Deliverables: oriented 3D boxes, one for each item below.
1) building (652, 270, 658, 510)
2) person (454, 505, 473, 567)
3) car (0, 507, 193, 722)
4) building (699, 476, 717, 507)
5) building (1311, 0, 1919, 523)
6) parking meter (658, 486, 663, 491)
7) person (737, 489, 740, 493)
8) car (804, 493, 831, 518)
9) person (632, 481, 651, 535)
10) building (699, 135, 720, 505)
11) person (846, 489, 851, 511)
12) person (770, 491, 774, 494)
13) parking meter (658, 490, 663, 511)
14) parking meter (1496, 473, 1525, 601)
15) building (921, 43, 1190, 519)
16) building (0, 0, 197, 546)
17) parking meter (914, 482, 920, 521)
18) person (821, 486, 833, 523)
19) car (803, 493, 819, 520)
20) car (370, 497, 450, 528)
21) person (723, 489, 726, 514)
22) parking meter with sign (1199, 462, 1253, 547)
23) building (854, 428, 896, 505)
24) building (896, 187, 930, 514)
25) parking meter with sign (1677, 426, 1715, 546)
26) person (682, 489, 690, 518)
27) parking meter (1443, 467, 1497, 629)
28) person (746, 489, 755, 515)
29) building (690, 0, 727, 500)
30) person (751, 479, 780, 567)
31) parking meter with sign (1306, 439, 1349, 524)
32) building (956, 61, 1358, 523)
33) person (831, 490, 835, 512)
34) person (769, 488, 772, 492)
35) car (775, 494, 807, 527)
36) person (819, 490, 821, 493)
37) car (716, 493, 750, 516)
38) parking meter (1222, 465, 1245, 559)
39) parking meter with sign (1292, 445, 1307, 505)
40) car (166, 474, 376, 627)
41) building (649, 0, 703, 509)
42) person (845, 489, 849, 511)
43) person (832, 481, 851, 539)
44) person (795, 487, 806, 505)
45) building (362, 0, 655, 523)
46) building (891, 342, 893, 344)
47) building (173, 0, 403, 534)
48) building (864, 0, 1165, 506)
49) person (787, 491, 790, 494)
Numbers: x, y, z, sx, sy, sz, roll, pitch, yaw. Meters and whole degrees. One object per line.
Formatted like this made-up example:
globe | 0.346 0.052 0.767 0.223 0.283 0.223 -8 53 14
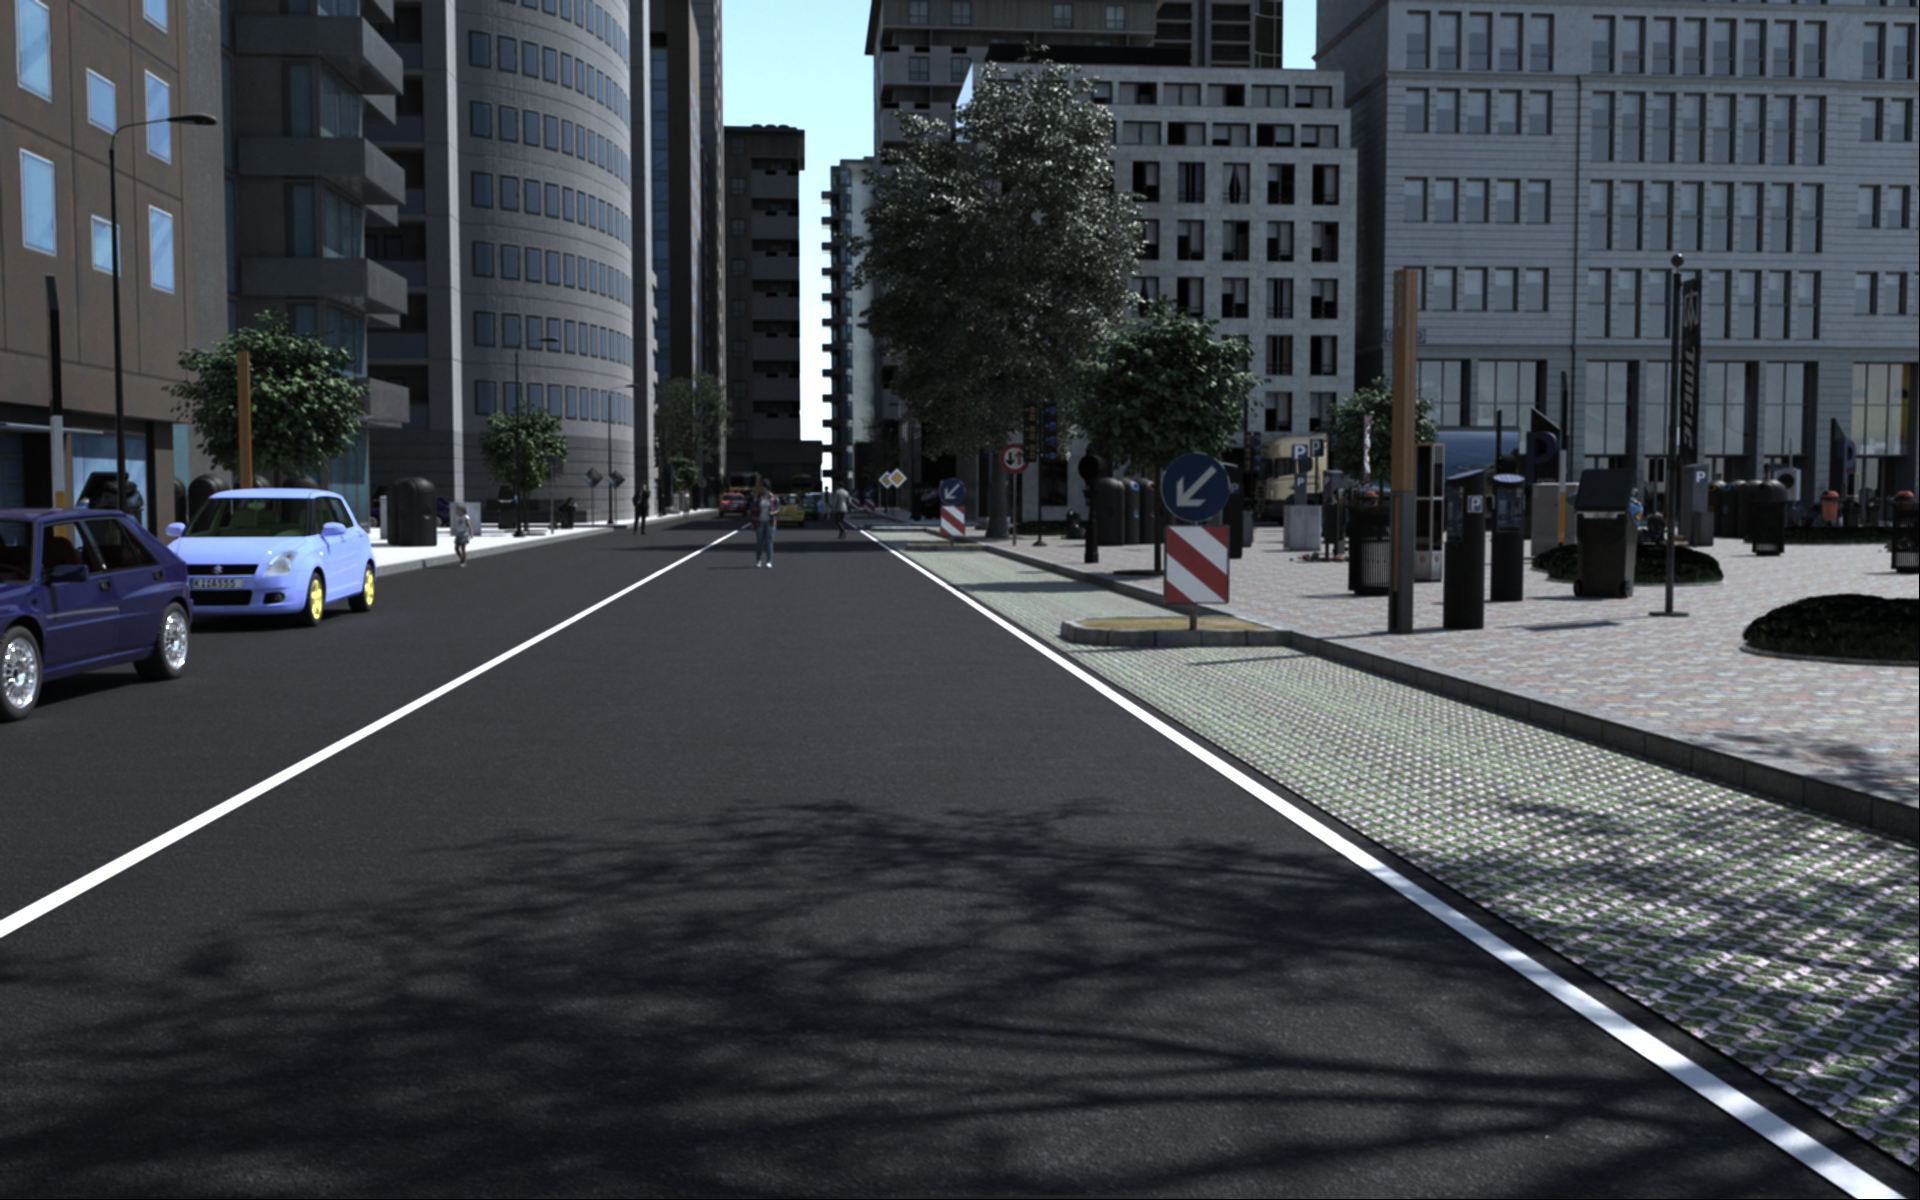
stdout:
building | -36.541 -16.954 122.229 27.650 21.520 28.899 0 4 -5
person | -9.730 -1.259 34.100 0.505 1.210 0.382 2 4 33
car | -6.848 0.031 12.072 1.945 1.354 3.894 0 4 -3
building | -41.011 -29.391 172.426 32.217 40.220 23.993 0 4 -5
building | 32.943 -18.682 82.937 29.804 29.767 11.434 0 4 -5
parking meter | -21.658 -7.323 125.435 0.399 1.863 0.255 1 4 9
person | -17.332 -7.750 135.308 0.391 1.810 0.635 -1 4 -19
car | -8.816 -5.892 105.920 1.945 1.707 3.694 0 4 -5
person | -11.301 -3.281 61.502 0.648 1.900 0.474 -1 4 -16
building | -34.211 -31.105 192.157 14.154 41.232 14.086 0 4 -5
person | -8.355 -7.327 128.577 0.850 1.792 0.678 -2 4 -34
person | -10.540 -5.326 97.398 0.330 1.601 0.589 0 4 0
parking meter | -19.857 -6.508 114.817 0.372 1.533 0.369 0 3 0
parking meter | 6.586 -0.759 20.826 0.372 1.533 0.369 0 3 0
building | 4.570 -16.158 93.861 12.332 23.373 15.834 0 4 -5
building | -21.717 -23.006 26.267 14.600 45.320 14.200 0 4 -5
parking meter | -2.055 -4.721 82.901 0.255 1.863 0.399 1 4 9
person | -6.597 -4.704 85.297 0.514 1.842 0.818 -2 4 -31
car | -8.736 -5.295 95.372 1.959 1.807 4.718 0 4 -5
car | -22.271 -3.490 69.640 3.894 1.354 1.945 0 4 -7
person | -16.684 -6.912 122.081 0.524 1.755 0.480 0 4 -2
parking meter with sign | 6.277 -2.756 41.316 1.738 3.016 0.543 -3 5 -42
building | -1.303 -54.760 208.003 22.319 86.520 31.000 0 4 -5
building | 3.092 -16.634 113.761 13.314 21.916 24.055 0 4 -5
parking meter with sign | 18.376 -2.881 43.357 0.543 3.016 1.738 0 4 0
person | -16.099 -5.677 101.895 0.480 1.755 0.524 -2 4 -29
parking meter | 4.819 -0.497 16.537 0.372 1.533 0.369 0 3 0
person | -14.448 -6.808 120.158 0.721 1.781 0.623 0 4 7
building | -39.448 -47.255 210.863 20.611 71.187 20.563 0 4 -5
person | -3.810 -1.505 33.948 0.563 1.720 0.643 0 4 0
parking meter with sign | 12.039 -3.622 55.488 1.738 3.016 0.543 -2 4 -31
building | 8.642 -13.830 80.868 16.860 20.320 10.420 0 4 -5
person | -10.168 -7.948 138.722 0.678 1.792 0.850 -2 4 -33
person | -12.082 -6.217 110.023 0.818 1.842 0.514 -1 4 -18
car | -7.762 -4.065 76.694 2.015 1.641 3.980 0 4 -6
person | -15.710 -11.387 194.545 0.709 1.838 0.599 1 4 10
car | -14.926 -6.413 113.896 2.155 1.783 4.494 0 4 -7
parking meter | 5.438 -1.759 34.478 0.399 1.863 0.255 0 4 -6
parking meter with sign | 11.807 -3.909 60.176 0.543 3.016 1.738 1 4 10
car | -7.893 -0.621 19.743 1.945 1.707 3.694 0 4 -6
building | -30.381 -30.810 153.857 14.600 45.320 14.200 0 4 -5
person | -9.089 -7.884 137.505 0.767 1.812 0.694 -1 4 -10
person | -3.784 -2.893 55.641 0.661 1.843 0.795 -3 5 -39
person | -8.198 -4.898 88.765 0.592 1.802 0.473 3 4 36
building | -27.169 -33.230 85.303 21.231 58.520 28.212 0 4 -5
building | 1.627 -18.132 138.257 13.314 21.916 24.055 0 4 -5
building | -32.553 -26.243 48.679 30.456 49.044 23.786 0 4 -5
building | 4.964 -36.150 180.283 28.713 52.752 27.495 0 4 -5
person | -17.800 -10.366 178.509 0.721 1.766 1.217 -2 4 -27
